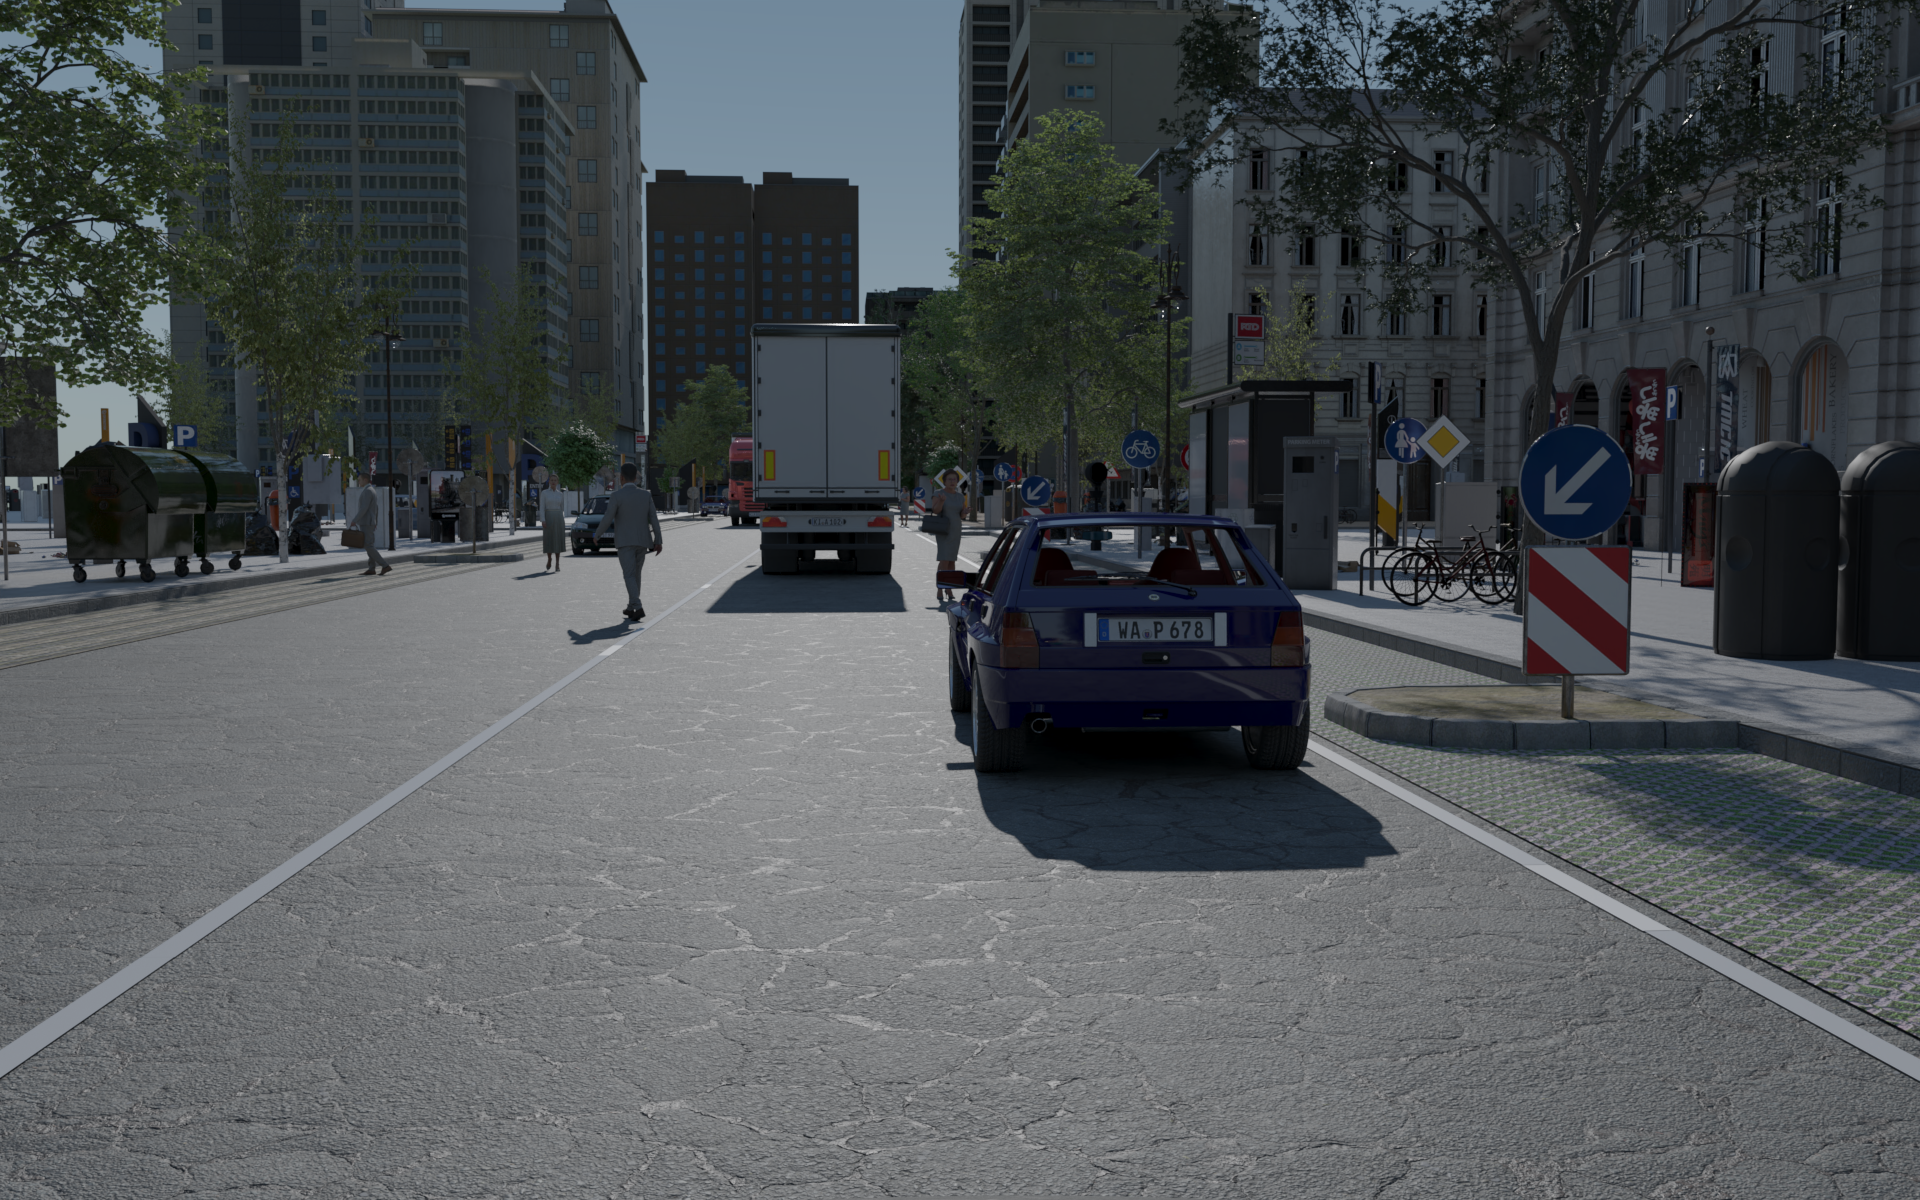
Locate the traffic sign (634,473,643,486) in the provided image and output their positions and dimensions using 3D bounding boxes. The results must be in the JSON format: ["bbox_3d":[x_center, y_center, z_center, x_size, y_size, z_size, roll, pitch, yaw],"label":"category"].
[{"bbox_3d":[-12.759,-3.907,67.528,0.795,2.450,0.064,0,4,-4],"label":"traffic sign"}]

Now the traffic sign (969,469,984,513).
[{"bbox_3d":[0.837,-5.380,88.068,0.768,2.556,0.104,0,4,1],"label":"traffic sign"}]

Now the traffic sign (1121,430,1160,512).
[{"bbox_3d":[3.575,-2.094,34.345,0.768,2.556,0.104,0,4,2],"label":"traffic sign"}]

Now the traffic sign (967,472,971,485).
[{"bbox_3d":[0.650,-6.059,99.175,0.768,2.556,0.104,0,4,5],"label":"traffic sign"}]

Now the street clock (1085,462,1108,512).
[{"bbox_3d":[3.085,-2.118,39.206,0.471,2.002,0.358,-2,4,-24],"label":"street clock"}]

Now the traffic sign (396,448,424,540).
[{"bbox_3d":[-15.171,-2.917,47.804,0.768,2.556,0.104,0,4,1],"label":"traffic sign"}]

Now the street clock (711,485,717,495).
[{"bbox_3d":[-20.098,-8.374,141.476,0.358,2.002,0.471,2,4,29],"label":"street clock"}]

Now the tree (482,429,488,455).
[{"bbox_3d":[-36.748,-10.818,127.244,4.360,8.622,3.978,0,3,0],"label":"tree"}]

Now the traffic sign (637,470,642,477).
[{"bbox_3d":[-17.016,-5.529,90.497,0.768,2.556,0.104,0,4,2],"label":"traffic sign"}]

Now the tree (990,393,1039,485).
[{"bbox_3d":[4.266,-10.762,126.326,4.360,8.622,3.978,0,3,0],"label":"tree"}]

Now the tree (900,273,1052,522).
[{"bbox_3d":[0.756,-9.448,80.222,9.928,11.665,9.643,0,3,0],"label":"tree"}]

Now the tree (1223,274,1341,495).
[{"bbox_3d":[10.891,-6.622,58.635,4.360,8.622,3.978,0,3,0],"label":"tree"}]

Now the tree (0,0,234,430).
[{"bbox_3d":[-12.005,-6.151,18.701,7.486,12.596,7.792,0,3,0],"label":"tree"}]

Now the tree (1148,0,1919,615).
[{"bbox_3d":[5.906,-5.099,17.783,8.767,10.594,7.601,1,4,18],"label":"tree"}]

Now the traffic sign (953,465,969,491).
[{"bbox_3d":[-0.098,-3.469,60.364,0.795,2.450,0.064,0,4,-4],"label":"traffic sign"}]

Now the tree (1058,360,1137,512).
[{"bbox_3d":[7.910,-8.731,93.108,4.360,8.622,3.978,0,3,0],"label":"tree"}]

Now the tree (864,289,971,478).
[{"bbox_3d":[-5.148,-18.637,160.608,12.611,20.169,13.585,0,3,0],"label":"tree"}]

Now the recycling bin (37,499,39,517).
[{"bbox_3d":[-51.939,-5.147,96.704,0.722,1.027,0.722,-3,5,-40],"label":"recycling bin"}]

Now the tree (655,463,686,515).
[{"bbox_3d":[-18.843,-7.204,112.392,1.663,3.219,1.824,0,3,0],"label":"tree"}]

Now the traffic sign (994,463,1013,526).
[{"bbox_3d":[1.743,-4.279,70.061,0.768,2.556,0.104,0,4,0],"label":"traffic sign"}]

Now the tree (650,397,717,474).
[{"bbox_3d":[-20.591,-11.061,131.203,4.737,8.622,4.395,0,3,0],"label":"tree"}]

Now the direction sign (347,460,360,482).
[{"bbox_3d":[-40.384,-7.547,115.384,0.876,3.537,0.379,1,4,9],"label":"direction sign"}]

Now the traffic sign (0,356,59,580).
[{"bbox_3d":[-14.485,-1.942,25.624,2.265,3.308,0.079,0,4,0],"label":"traffic sign"}]

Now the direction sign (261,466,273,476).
[{"bbox_3d":[-55.699,-9.003,139.196,0.876,3.537,0.379,-1,4,-18],"label":"direction sign"}]

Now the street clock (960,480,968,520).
[{"bbox_3d":[0.170,-4.944,85.402,0.358,2.002,0.471,2,4,28],"label":"street clock"}]

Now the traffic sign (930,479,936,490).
[{"bbox_3d":[-1.668,-7.291,119.318,0.768,2.556,0.104,0,4,4],"label":"traffic sign"}]

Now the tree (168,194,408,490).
[{"bbox_3d":[-16.659,-5.670,43.074,4.360,8.622,3.978,0,3,0],"label":"tree"}]

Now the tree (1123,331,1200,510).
[{"bbox_3d":[9.099,-7.805,77.972,4.737,8.622,4.395,0,3,0],"label":"tree"}]

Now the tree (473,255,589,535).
[{"bbox_3d":[-14.044,-6.330,53.851,4.737,8.622,4.395,0,3,0],"label":"tree"}]

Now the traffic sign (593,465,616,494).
[{"bbox_3d":[-12.216,-3.420,59.561,0.795,2.450,0.064,0,4,-4],"label":"traffic sign"}]

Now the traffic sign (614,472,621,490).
[{"bbox_3d":[-19.990,-6.176,101.082,0.768,2.556,0.104,0,4,3],"label":"traffic sign"}]

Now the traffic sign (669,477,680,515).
[{"bbox_3d":[-17.099,-6.216,103.755,0.606,2.300,0.079,0,4,0],"label":"traffic sign"}]

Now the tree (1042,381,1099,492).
[{"bbox_3d":[6.930,-9.717,109.233,4.737,8.622,4.395,0,3,0],"label":"tree"}]

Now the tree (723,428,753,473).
[{"bbox_3d":[-24.921,-15.141,197.912,4.360,8.622,3.978,0,3,0],"label":"tree"}]

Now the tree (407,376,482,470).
[{"bbox_3d":[-32.675,-9.571,106.854,4.360,8.622,3.978,0,3,0],"label":"tree"}]

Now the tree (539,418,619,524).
[{"bbox_3d":[-16.318,-5.502,73.673,4.285,4.588,4.351,0,3,0],"label":"tree"}]

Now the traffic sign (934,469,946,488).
[{"bbox_3d":[-0.641,-3.956,68.331,0.795,2.450,0.064,0,4,-4],"label":"traffic sign"}]

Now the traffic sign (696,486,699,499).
[{"bbox_3d":[-21.594,-8.731,142.852,0.768,2.556,0.104,0,4,-2],"label":"traffic sign"}]

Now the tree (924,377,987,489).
[{"bbox_3d":[-0.421,-9.738,109.574,4.737,8.622,4.395,0,3,0],"label":"tree"}]

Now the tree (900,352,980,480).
[{"bbox_3d":[-3.069,-13.381,135.789,9.611,12.733,9.660,0,3,0],"label":"tree"}]

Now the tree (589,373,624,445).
[{"bbox_3d":[-22.224,-9.407,104.164,4.737,8.622,4.395,0,3,0],"label":"tree"}]

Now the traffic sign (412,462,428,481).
[{"bbox_3d":[-17.285,-3.252,55.301,0.606,2.300,0.079,0,4,-2],"label":"traffic sign"}]

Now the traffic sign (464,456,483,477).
[{"bbox_3d":[-16.424,-3.574,58.546,0.768,2.556,0.104,0,4,-2],"label":"traffic sign"}]

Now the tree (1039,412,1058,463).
[{"bbox_3d":[7.392,-9.409,104.199,4.360,8.622,3.978,0,3,0],"label":"tree"}]

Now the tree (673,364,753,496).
[{"bbox_3d":[-21.151,-14.230,150.788,7.486,12.596,7.792,0,3,0],"label":"tree"}]

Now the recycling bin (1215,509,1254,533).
[{"bbox_3d":[4.824,-1.063,29.937,0.722,1.027,0.722,0,4,-3],"label":"recycling bin"}]

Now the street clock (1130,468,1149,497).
[{"bbox_3d":[4.789,-2.547,46.214,0.471,2.002,0.358,1,4,14],"label":"street clock"}]

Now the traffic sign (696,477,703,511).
[{"bbox_3d":[-19.278,-7.822,127.991,0.768,2.556,0.104,0,4,0],"label":"traffic sign"}]

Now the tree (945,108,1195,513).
[{"bbox_3d":[3.010,-8.189,52.022,7.486,12.596,7.792,0,3,0],"label":"tree"}]

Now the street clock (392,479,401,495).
[{"bbox_3d":[-27.842,-4.953,85.551,0.471,2.002,0.358,-1,4,-12],"label":"street clock"}]

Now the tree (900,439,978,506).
[{"bbox_3d":[-0.674,-7.210,101.591,4.285,4.588,4.351,0,3,0],"label":"tree"}]

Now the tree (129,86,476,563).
[{"bbox_3d":[-12.405,-4.993,31.998,4.737,8.622,4.395,0,3,0],"label":"tree"}]

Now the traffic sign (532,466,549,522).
[{"bbox_3d":[-19.064,-4.806,78.682,0.768,2.556,0.104,0,4,5],"label":"traffic sign"}]

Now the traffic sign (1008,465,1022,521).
[{"bbox_3d":[2.324,-4.601,75.332,0.768,2.556,0.104,0,4,1],"label":"traffic sign"}]
